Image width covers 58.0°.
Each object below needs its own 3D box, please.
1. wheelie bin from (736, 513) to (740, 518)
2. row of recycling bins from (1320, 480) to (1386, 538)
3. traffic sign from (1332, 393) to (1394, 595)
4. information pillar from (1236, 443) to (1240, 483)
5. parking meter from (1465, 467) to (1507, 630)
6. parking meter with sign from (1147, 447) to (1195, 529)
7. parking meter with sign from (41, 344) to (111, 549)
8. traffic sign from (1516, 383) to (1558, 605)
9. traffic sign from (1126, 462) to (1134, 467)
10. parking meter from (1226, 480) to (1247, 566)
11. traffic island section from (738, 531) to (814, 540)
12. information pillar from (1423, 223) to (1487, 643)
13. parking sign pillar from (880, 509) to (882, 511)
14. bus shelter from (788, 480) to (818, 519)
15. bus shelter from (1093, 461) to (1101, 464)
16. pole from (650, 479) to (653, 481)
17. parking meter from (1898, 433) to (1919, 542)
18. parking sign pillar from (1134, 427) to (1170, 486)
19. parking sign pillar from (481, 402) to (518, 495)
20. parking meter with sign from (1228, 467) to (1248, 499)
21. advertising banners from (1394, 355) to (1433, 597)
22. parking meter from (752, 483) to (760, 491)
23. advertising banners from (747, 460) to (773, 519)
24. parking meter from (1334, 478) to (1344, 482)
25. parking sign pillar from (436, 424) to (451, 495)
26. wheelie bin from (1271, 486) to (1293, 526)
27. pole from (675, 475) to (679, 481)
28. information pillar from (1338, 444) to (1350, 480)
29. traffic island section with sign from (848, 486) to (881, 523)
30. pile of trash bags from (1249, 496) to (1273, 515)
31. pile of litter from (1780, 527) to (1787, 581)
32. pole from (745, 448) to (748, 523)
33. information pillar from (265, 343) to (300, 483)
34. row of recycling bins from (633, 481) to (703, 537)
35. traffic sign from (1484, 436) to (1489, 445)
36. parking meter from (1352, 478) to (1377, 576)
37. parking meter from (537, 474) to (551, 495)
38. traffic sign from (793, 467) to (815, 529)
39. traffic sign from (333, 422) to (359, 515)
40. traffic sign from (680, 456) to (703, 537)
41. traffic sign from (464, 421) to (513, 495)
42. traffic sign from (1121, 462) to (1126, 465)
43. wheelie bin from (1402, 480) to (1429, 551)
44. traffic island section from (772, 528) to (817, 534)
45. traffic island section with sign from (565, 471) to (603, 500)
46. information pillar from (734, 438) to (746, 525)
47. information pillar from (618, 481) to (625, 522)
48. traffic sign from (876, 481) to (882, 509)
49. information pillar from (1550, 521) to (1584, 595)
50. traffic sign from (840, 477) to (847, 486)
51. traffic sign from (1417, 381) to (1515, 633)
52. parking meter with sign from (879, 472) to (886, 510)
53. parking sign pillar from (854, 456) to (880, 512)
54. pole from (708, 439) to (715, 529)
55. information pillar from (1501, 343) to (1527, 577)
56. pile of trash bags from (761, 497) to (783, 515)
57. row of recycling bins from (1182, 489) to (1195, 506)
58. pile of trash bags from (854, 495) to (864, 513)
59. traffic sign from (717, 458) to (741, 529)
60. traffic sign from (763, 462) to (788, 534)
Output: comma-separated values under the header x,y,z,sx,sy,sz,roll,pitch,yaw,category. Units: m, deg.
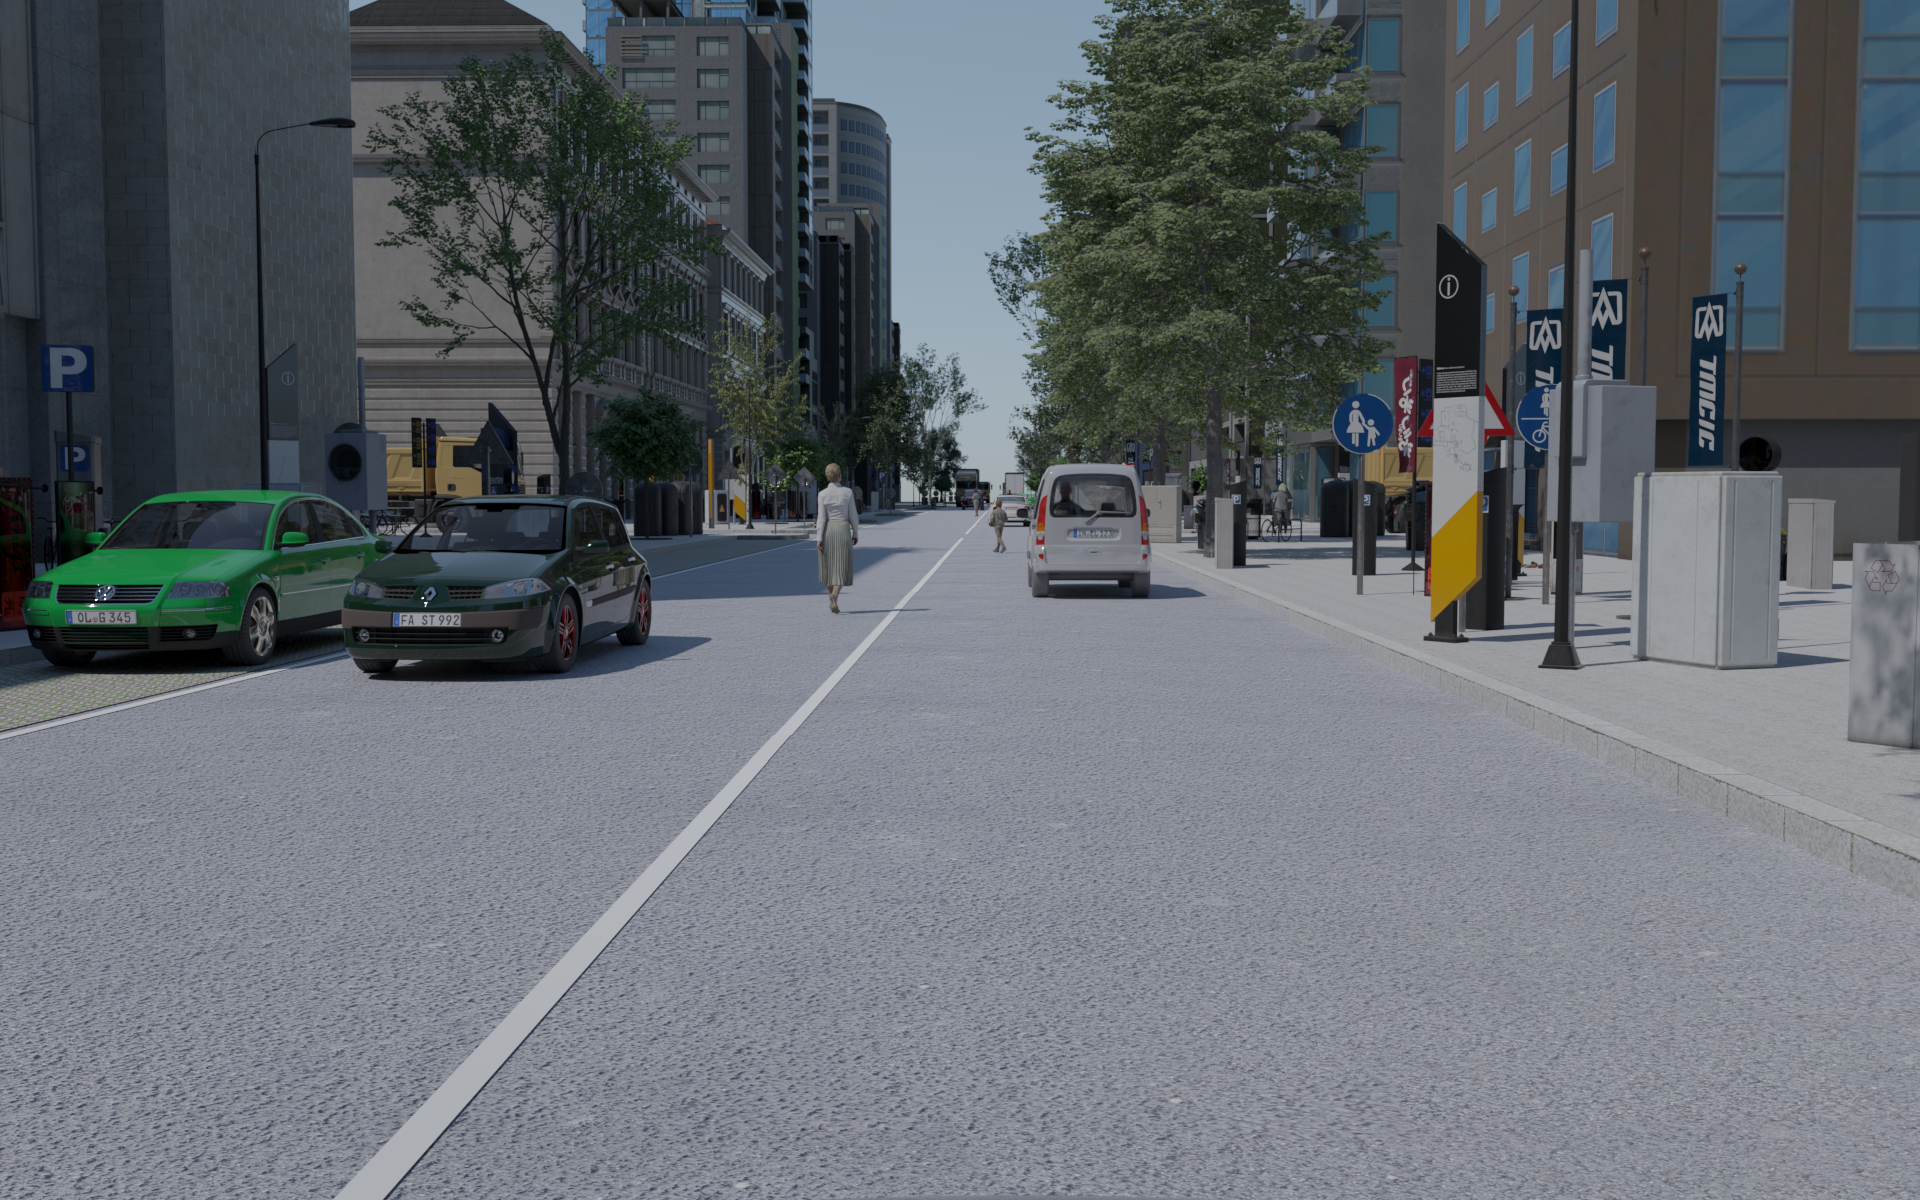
x,y,z,sx,sy,sz,roll,pitch,yaw,category
-11.659,-5.145,92.029,0.980,1.594,0.693,0,4,-2,wheelie bin
11.952,-2.771,52.425,1.069,1.692,3.534,3,4,37,row of recycling bins
5.096,-1.339,21.991,0.768,2.556,0.104,0,4,3,traffic sign
12.689,-5.370,79.150,0.183,3.616,0.504,0,4,-5,information pillar
4.986,-0.491,16.442,0.372,1.533,0.369,0,3,0,parking meter
7.744,-4.105,63.383,1.738,3.016,0.543,1,4,22,parking meter with sign
-10.698,-1.519,21.093,0.543,3.016,1.738,-1,4,-19,parking meter with sign
6.809,-1.220,20.060,0.768,2.556,0.104,0,4,7,traffic sign
6.904,-4.248,69.565,0.768,2.556,0.104,0,4,7,traffic sign
4.940,-1.382,31.001,0.372,1.533,0.369,0,3,0,parking meter
-5.893,-2.011,55.161,2.009,0.180,2.903,0,4,1,traffic island section
4.273,-1.439,14.883,0.183,3.616,0.504,-3,4,-36,information pillar
-6.497,-8.547,128.210,1.447,3.967,1.447,0,4,-7,parking sign pillar
-8.058,-5.995,91.934,2.014,3.302,5.546,0,4,1,bus shelter
7.382,-6.521,100.546,2.014,3.302,5.546,0,4,2,bus shelter
-11.700,-4.400,65.784,0.158,3.312,0.155,0,3,0,pole
9.342,-0.677,16.785,0.399,1.863,0.255,0,4,-2,parking meter
7.338,-4.763,66.340,1.447,3.967,1.447,2,4,26,parking sign pillar
-13.436,-3.795,50.526,1.447,3.967,1.447,3,5,43,parking sign pillar
17.435,-6.983,110.425,1.738,3.016,0.543,1,4,10,parking meter with sign
5.928,-1.542,21.407,0.090,3.025,2.074,-1,4,-19,advertising banners
-10.472,-5.081,88.787,0.399,1.863,0.255,3,5,44,parking meter
-10.308,-5.613,87.955,2.074,3.025,0.090,1,4,22,advertising banners
14.050,-3.571,64.093,0.399,1.863,0.255,-2,4,-25,parking meter
-19.648,-4.725,65.718,1.447,3.967,1.447,-3,5,-42,parking sign pillar
12.941,-3.787,69.830,0.980,1.594,0.693,-3,5,-41,wheelie bin
-14.645,-5.862,89.692,0.158,3.312,0.155,0,3,0,pole
15.131,-4.702,68.224,0.504,3.616,0.183,-1,4,-19,information pillar
-5.135,-4.735,86.042,1.989,1.847,2.006,0,4,1,traffic island section with sign
18.232,-5.876,105.831,1.912,1.369,3.447,-3,5,-42,pile of trash bags
11.903,-0.726,25.829,1.719,0.858,1.176,0,4,6,pile of litter
-9.591,-5.109,77.379,0.158,3.312,0.155,0,3,0,pole
-10.467,-2.169,26.822,0.183,3.616,0.504,3,5,44,information pillar
-9.014,-2.862,53.908,1.069,1.692,3.534,1,4,19,row of recycling bins
6.684,-1.411,23.178,0.768,2.556,0.104,0,4,6,traffic sign
6.381,-1.156,27.316,0.372,1.533,0.369,0,3,0,parking meter
-12.104,-2.733,50.400,0.255,1.863,0.399,1,4,21,parking meter
-5.672,-3.635,63.081,0.795,2.450,0.064,0,4,1,traffic sign
-10.825,-1.878,30.806,0.768,2.556,0.104,0,4,3,traffic sign
-7.994,-3.136,51.385,0.768,2.556,0.104,0,4,5,traffic sign
-8.365,-1.879,30.732,0.884,2.594,0.081,0,4,3,traffic sign
5.171,-3.129,54.807,0.795,2.450,0.064,0,4,1,traffic sign
10.450,-1.914,39.207,0.693,1.594,0.980,-1,4,-18,wheelie bin
-5.696,-2.499,63.143,2.009,0.180,2.903,0,4,1,traffic island section
-6.522,-1.290,29.724,1.989,1.847,2.006,0,4,1,traffic island section with sign
-9.194,-4.955,72.374,0.504,3.616,0.183,0,4,-6,information pillar
-15.512,-4.582,79.409,0.304,2.012,0.304,0,4,-6,information pillar
-6.273,-7.998,132.898,0.606,2.300,0.079,0,4,6,traffic sign
7.722,-1.071,21.998,0.304,2.012,0.304,3,5,45,information pillar
-7.051,-6.265,102.535,0.768,2.556,0.104,0,4,5,traffic sign
4.656,-0.978,15.995,0.884,2.594,0.081,0,4,5,traffic sign
-6.276,-8.657,137.807,0.543,3.016,1.738,0,4,3,parking meter with sign
-6.874,-8.193,122.431,1.447,3.967,1.447,3,5,42,parking sign pillar
-9.219,-4.303,64.194,0.158,3.312,0.155,0,3,0,pole
8.579,-2.170,26.827,0.504,3.616,0.183,-2,4,-32,information pillar
-11.273,-5.797,104.528,3.447,1.369,1.912,-2,4,-24,pile of trash bags
15.353,-7.165,124.255,3.534,1.692,1.069,-1,4,-15,row of recycling bins
-7.405,-6.615,117.910,1.912,1.369,3.447,-2,4,-26,pile of trash bags
-8.386,-3.842,62.827,0.884,2.594,0.081,0,4,5,traffic sign
-5.869,-3.147,55.098,0.795,2.450,0.064,0,4,1,traffic sign
